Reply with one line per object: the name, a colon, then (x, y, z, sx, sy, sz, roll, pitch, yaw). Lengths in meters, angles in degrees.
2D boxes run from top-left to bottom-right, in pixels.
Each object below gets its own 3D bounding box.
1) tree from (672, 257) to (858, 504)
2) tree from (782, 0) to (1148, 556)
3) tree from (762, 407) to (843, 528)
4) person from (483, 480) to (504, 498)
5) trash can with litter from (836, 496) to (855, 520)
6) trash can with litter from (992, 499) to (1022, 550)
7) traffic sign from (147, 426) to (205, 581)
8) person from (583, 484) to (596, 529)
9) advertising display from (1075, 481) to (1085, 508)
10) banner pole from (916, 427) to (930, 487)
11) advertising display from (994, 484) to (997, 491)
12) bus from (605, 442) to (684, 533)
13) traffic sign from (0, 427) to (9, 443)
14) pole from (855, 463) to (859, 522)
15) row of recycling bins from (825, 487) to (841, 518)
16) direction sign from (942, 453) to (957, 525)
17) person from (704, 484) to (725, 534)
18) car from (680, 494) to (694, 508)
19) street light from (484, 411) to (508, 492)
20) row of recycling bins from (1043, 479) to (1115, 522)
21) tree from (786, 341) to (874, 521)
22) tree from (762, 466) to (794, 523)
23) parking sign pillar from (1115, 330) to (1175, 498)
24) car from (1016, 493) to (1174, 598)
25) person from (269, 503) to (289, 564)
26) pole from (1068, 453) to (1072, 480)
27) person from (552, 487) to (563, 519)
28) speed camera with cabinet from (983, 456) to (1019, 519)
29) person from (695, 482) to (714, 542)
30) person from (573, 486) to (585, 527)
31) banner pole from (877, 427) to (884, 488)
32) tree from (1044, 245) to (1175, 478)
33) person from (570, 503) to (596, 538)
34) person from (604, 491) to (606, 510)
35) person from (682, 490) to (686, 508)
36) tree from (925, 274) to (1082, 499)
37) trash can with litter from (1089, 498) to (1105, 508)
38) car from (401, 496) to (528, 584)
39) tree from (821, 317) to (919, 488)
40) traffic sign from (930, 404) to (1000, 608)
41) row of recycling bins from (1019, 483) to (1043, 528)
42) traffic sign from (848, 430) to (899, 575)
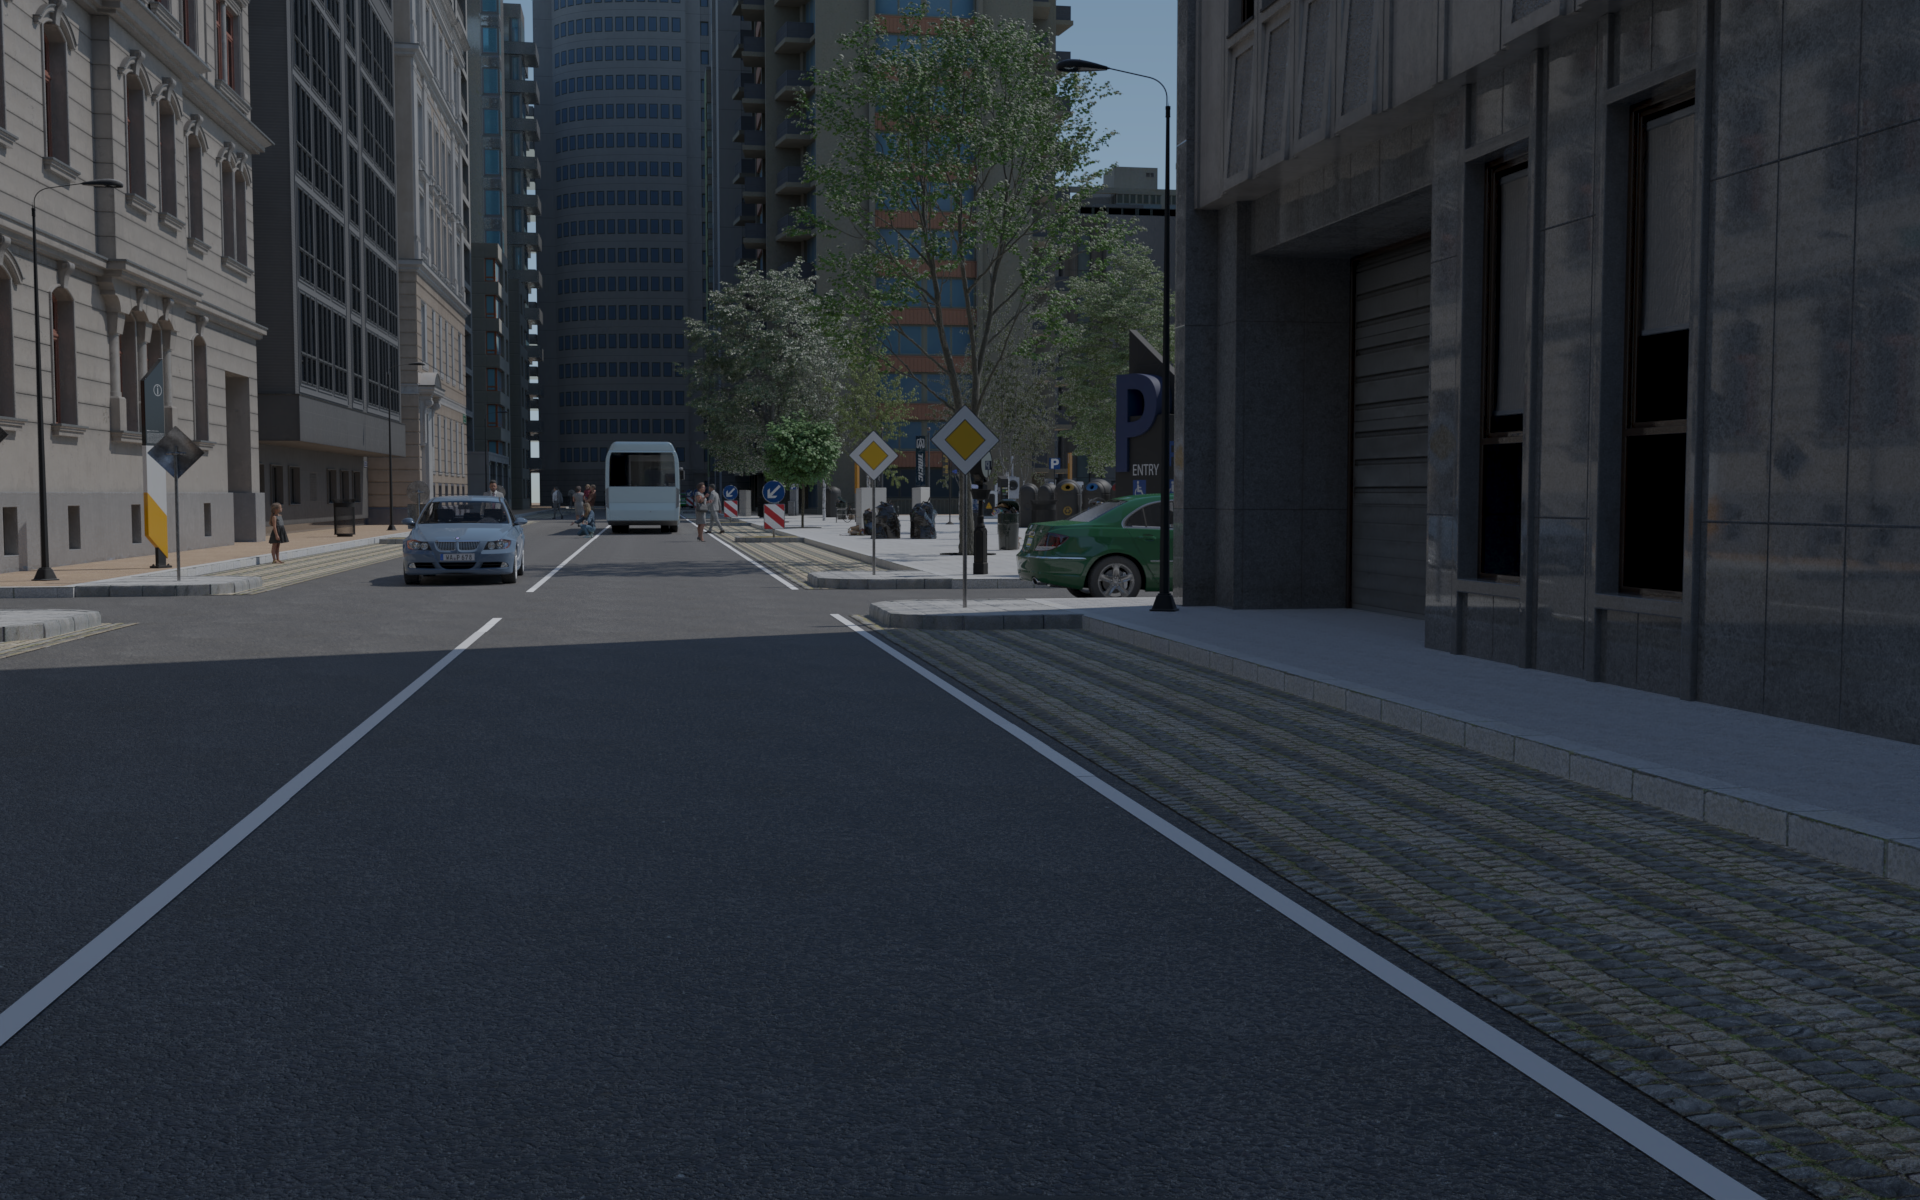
tree: (-10.084, -11.355, 92.313, 9.857, 13.997, 8.962, 0, 3, 0)
tree: (0.147, -6.754, 36.179, 9.928, 11.665, 9.643, 0, 3, 0)
tree: (-5.964, -4.980, 65.135, 4.285, 4.588, 4.351, 0, 3, 0)
person: (-11.945, -2.178, 44.377, 0.678, 1.792, 0.850, -1, 4, -18)
trash can with litter: (-5.670, -4.596, 86.540, 1.055, 1.170, 0.624, 1, 4, 15)
trash can with litter: (1.094, -1.742, 39.868, 0.624, 1.170, 1.055, 0, 4, 8)
traffic sign: (-11.550, -1.340, 25.552, 0.795, 2.450, 0.064, -1, 4, -10)
person: (-15.169, -3.829, 71.083, 0.580, 1.828, 0.573, 1, 4, 11)
advertising display: (5.573, -4.838, 84.312, 0.974, 1.923, 0.123, 1, 4, 14)
banner pole: (-1.357, -4.599, 65.214, 0.863, 3.779, 0.401, 3, 4, 37)
advertising display: (2.156, -5.426, 93.927, 0.123, 1.923, 0.974, -2, 4, -31)
bus: (-12.245, -4.449, 67.598, 2.948, 3.499, 13.247, -1, 4, -9)
traffic sign: (-10.132, -0.859, 17.693, 0.795, 2.450, 0.064, -1, 4, -10)
pole: (-4.706, -5.219, 79.167, 0.158, 3.312, 0.155, 0, 3, 0)
row of recycling bins: (-7.144, -5.459, 96.363, 1.069, 1.692, 3.534, 0, 4, -5)
direction sign: (-0.425, -4.940, 72.769, 0.379, 3.537, 0.876, 3, 5, 45)
person: (-8.830, -3.266, 62.175, 0.850, 1.792, 0.678, 1, 4, 11)
car: (-26.166, -9.504, 164.183, 1.959, 1.807, 4.718, -1, 4, -10)
street light: (-25.929, -7.596, 96.732, 1.470, 5.913, 1.316, -1, 4, -10)
row of recycling bins: (4.128, -2.474, 47.558, 3.534, 1.692, 1.069, 2, 4, 35)
tree: (-6.308, -8.113, 83.007, 4.360, 8.622, 3.978, 0, 3, 0)
tree: (-8.069, -5.095, 77.907, 1.663, 3.219, 1.824, 0, 3, 0)
parking sign pillar: (3.051, -2.411, 27.887, 1.447, 3.967, 1.447, -2, 4, -31)
car: (3.211, -0.692, 23.117, 4.920, 1.459, 2.131, -1, 4, -8)
person: (-13.959, -1.366, 35.498, 0.373, 1.253, 0.362, 1, 4, 9)
pole: (5.438, -5.620, 85.726, 0.158, 3.312, 0.155, 0, 3, 0)
person: (-22.997, -5.529, 99.002, 0.850, 1.850, 0.679, 3, 4, 39)
speed camera with cabinet: (2.042, -5.858, 90.107, 2.038, 3.252, 0.660, 0, 4, -4)
person: (-7.736, -2.651, 52.210, 0.532, 1.782, 0.716, 0, 4, 3)
person: (-16.491, -4.075, 75.483, 0.716, 1.782, 0.532, 0, 4, -2)
banner pole: (-3.007, -4.603, 65.276, 0.401, 3.779, 0.863, -1, 4, -19)
tree: (7.587, -9.829, 78.833, 7.486, 12.596, 7.792, 0, 3, 0)
person: (-12.229, -2.602, 56.535, 0.738, 1.151, 1.012, -2, 4, -29)
person: (-31.059, -8.745, 152.270, 0.721, 1.735, 1.217, -2, 4, -29)
person: (-26.909, -9.758, 167.918, 0.709, 1.838, 0.599, 2, 4, 34)
tree: (1.787, -6.655, 59.171, 4.360, 8.622, 3.978, 0, 3, 0)
trash can with litter: (2.384, -1.391, 33.807, 1.678, 1.210, 2.233, 3, 4, 39)
car: (-8.279, -1.046, 29.111, 2.014, 1.417, 4.499, -1, 4, -12)
tree: (-3.743, -7.413, 71.562, 4.737, 8.622, 4.395, 0, 3, 0)
traffic sign: (0.052, -0.970, 19.502, 0.795, 2.450, 0.064, -1, 4, -10)
row of recycling bins: (3.800, -3.583, 65.687, 3.534, 1.692, 1.069, 2, 4, 30)
traffic sign: (-1.365, -1.451, 27.361, 0.795, 2.450, 0.064, -1, 4, -10)
